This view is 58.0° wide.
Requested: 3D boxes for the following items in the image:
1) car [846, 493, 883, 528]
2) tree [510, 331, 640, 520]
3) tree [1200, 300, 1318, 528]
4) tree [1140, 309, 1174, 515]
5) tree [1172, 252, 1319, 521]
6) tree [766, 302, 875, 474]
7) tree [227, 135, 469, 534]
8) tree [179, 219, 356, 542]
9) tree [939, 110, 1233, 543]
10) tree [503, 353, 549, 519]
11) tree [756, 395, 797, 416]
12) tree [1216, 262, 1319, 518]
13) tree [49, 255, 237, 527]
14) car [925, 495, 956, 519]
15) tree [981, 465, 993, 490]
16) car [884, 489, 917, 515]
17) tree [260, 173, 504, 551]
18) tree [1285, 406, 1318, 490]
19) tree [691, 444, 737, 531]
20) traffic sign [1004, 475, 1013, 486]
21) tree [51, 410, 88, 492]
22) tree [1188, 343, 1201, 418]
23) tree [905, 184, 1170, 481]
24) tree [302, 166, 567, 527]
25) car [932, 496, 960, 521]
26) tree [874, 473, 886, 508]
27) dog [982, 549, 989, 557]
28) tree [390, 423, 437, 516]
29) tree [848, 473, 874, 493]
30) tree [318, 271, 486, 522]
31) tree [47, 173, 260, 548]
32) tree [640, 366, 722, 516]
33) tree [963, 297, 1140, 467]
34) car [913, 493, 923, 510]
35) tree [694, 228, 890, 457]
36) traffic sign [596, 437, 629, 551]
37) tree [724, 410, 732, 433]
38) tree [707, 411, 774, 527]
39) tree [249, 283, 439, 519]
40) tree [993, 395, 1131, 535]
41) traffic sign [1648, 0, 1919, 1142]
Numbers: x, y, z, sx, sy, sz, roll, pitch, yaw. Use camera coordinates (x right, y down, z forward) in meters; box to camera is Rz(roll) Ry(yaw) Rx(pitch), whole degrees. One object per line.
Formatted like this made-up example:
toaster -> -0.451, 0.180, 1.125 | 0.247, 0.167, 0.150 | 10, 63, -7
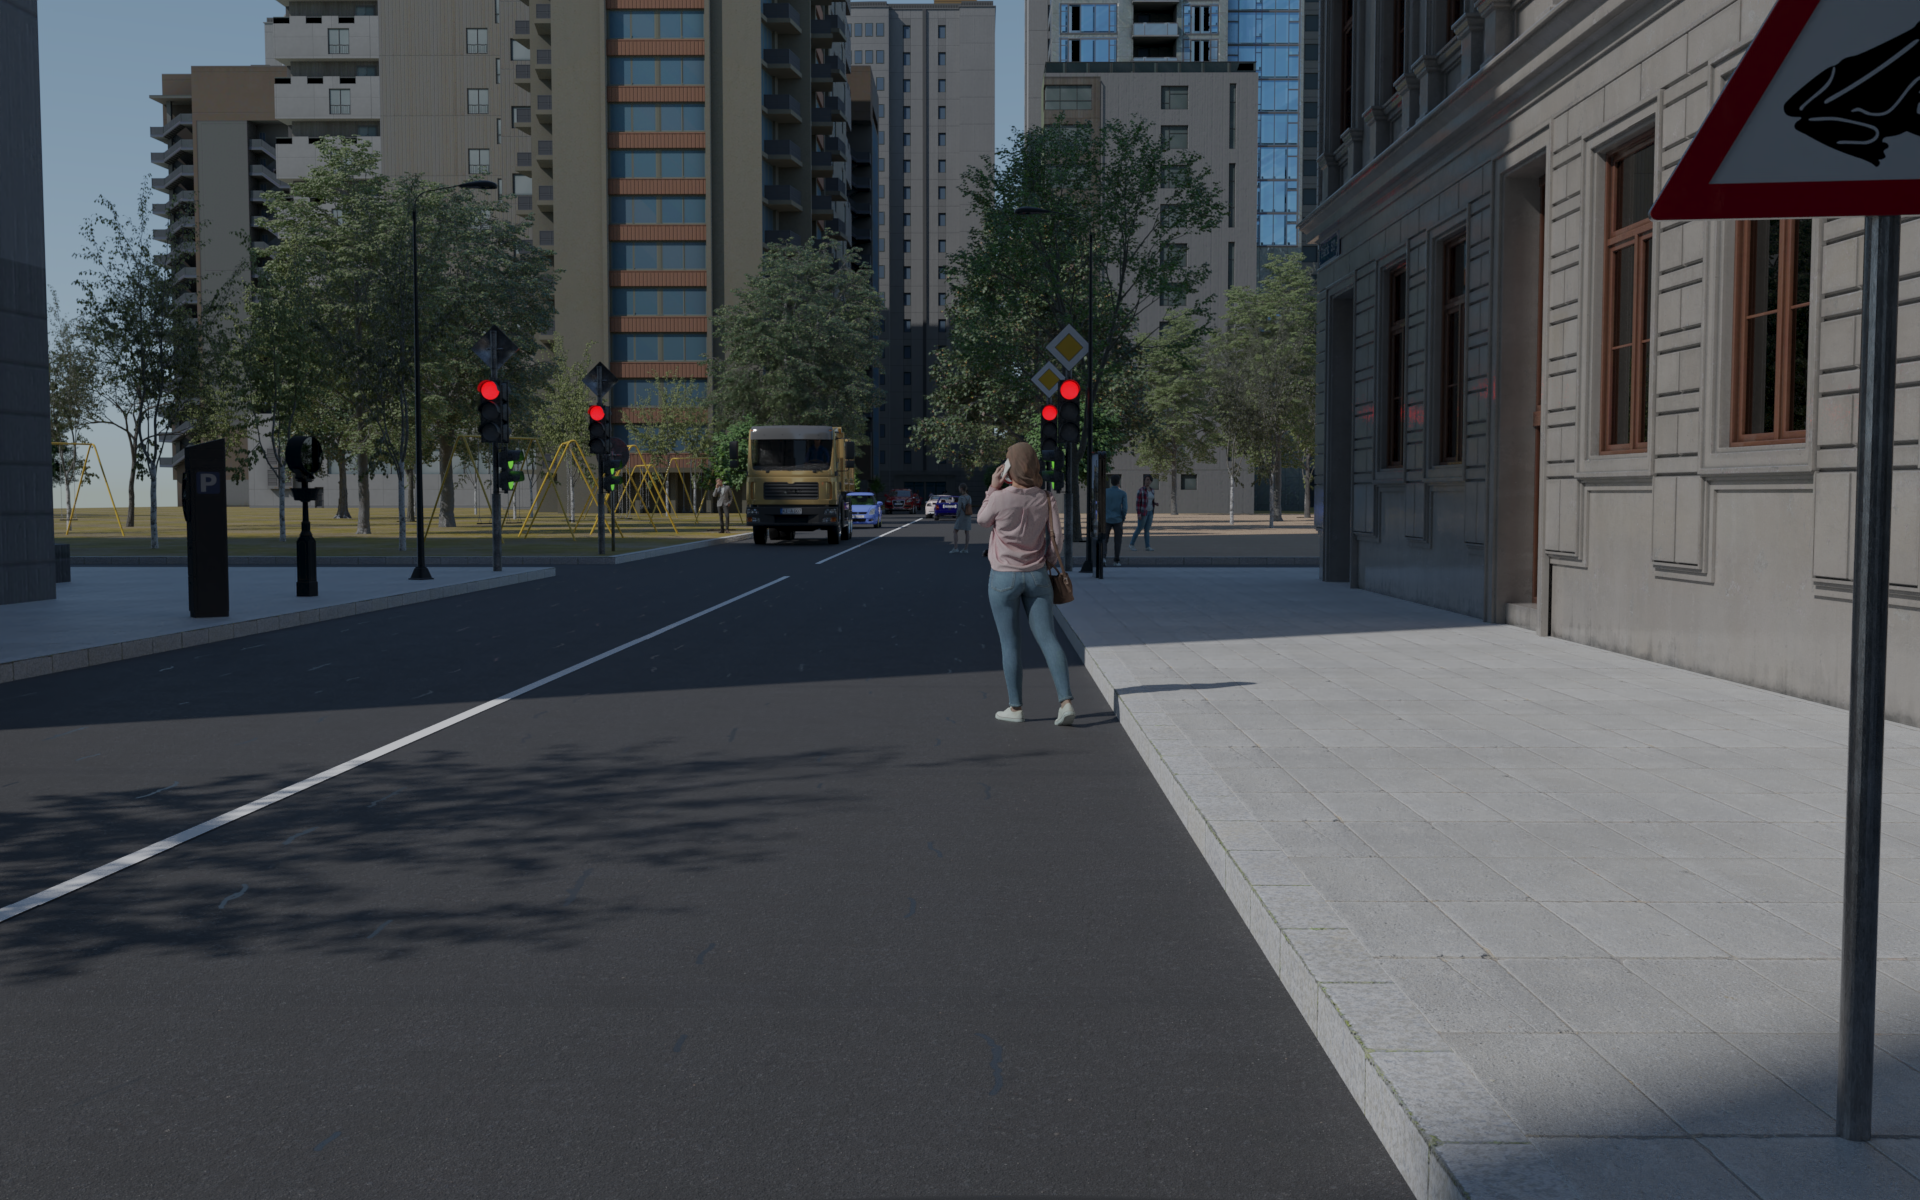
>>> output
car -> -4.223, -3.907, 73.465 | 1.945, 1.707, 3.694 | 0, 4, 0
tree -> -17.477, -7.790, 77.721 | 4.737, 8.622, 4.395 | 0, 3, 0
tree -> 11.491, -7.013, 65.018 | 4.360, 8.622, 3.978 | 0, 3, 0
tree -> 13.094, -11.460, 105.501 | 7.486, 12.596, 7.792 | 0, 3, 0
tree -> 14.976, -9.978, 81.270 | 7.486, 12.596, 7.792 | 0, 3, 0
tree -> -8.169, -11.170, 100.762 | 7.486, 12.596, 7.792 | 0, 3, 0
tree -> -19.503, -8.414, 55.697 | 7.486, 12.596, 7.792 | 0, 3, 0
tree -> -18.408, -5.899, 46.806 | 4.737, 8.622, 4.395 | 0, 3, 0
tree -> 3.184, -7.354, 45.995 | 9.928, 11.665, 9.643 | 0, 3, 0
tree -> -22.786, -8.405, 87.777 | 4.360, 8.622, 3.978 | 0, 3, 0
tree -> -11.109, -9.733, 109.505 | 4.737, 8.622, 4.395 | 0, 3, 0
tree -> 18.583, -11.151, 92.687 | 12.009, 13.543, 11.850 | 0, 3, 0
tree -> -32.071, -8.128, 67.303 | 7.601, 10.594, 8.767 | 0, 4, -1
car -> -1.038, -5.519, 102.598 | 2.083, 1.381, 4.827 | 0, 4, 2
tree -> 3.659, -11.316, 168.733 | 4.285, 4.588, 4.351 | 0, 3, 0
car -> -4.198, -6.997, 123.072 | 2.281, 1.827, 5.304 | 0, 4, 2
tree -> -12.893, -5.423, 39.025 | 4.360, 8.622, 3.978 | 0, 3, 0
tree -> 20.959, -9.367, 103.505 | 4.737, 8.622, 4.395 | 0, 3, 0
tree -> -8.345, -4.056, 60.911 | 1.663, 3.219, 1.824 | 0, 3, 0
traffic sign -> 2.499, -5.280, 86.429 | 0.768, 2.556, 0.104 | 0, 4, 5
tree -> -56.687, -8.322, 98.978 | 20.602, 7.101, 11.467 | 3, 5, 44
tree -> 11.617, -7.456, 72.263 | 4.360, 8.622, 3.978 | 0, 3, 0
tree -> 2.814, -8.907, 62.638 | 9.611, 12.733, 9.660 | 0, 3, 0
tree -> -20.001, -9.792, 66.755 | 9.857, 13.997, 8.962 | 0, 3, 0
car -> -0.550, -5.035, 94.902 | 1.945, 1.354, 3.894 | 0, 3, 0
tree -> -7.573, -10.143, 160.446 | 1.663, 3.219, 1.824 | 0, 3, 0
dog -> 0.760, -1.178, 39.453 | 0.550, 0.427, 0.748 | 1, 4, 13
tree -> -32.357, -9.260, 101.761 | 4.737, 8.622, 4.395 | 0, 3, 0
tree -> -7.263, -7.594, 118.762 | 1.663, 3.219, 1.824 | 0, 3, 0
tree -> -25.376, -9.406, 79.545 | 9.928, 11.665, 9.643 | 0, 3, 0
tree -> -18.904, -5.536, 40.874 | 4.360, 8.622, 3.978 | 0, 3, 0
tree -> -17.004, -9.096, 99.087 | 4.737, 8.622, 4.395 | 0, 3, 0
tree -> 3.361, -9.684, 76.468 | 7.486, 12.596, 7.792 | 0, 3, 0
car -> -4.391, -8.950, 155.366 | 2.155, 1.783, 4.494 | 0, 4, 0
tree -> -8.012, -10.812, 83.423 | 9.857, 13.997, 8.962 | 0, 3, 0
traffic sign -> -7.767, -2.362, 38.722 | 0.768, 2.556, 0.104 | 0, 4, 6
tree -> -16.324, -9.638, 107.943 | 4.737, 8.622, 4.395 | 0, 3, 0
tree -> -8.441, -5.217, 69.013 | 4.285, 4.588, 4.351 | 0, 3, 0
tree -> -32.496, -10.641, 90.982 | 9.611, 12.733, 9.660 | 0, 3, 0
tree -> 3.683, -4.328, 54.471 | 4.285, 4.588, 4.351 | 0, 3, 0
traffic sign -> 1.784, -0.207, 3.383 | 0.884, 2.594, 0.081 | 0, 4, 7
